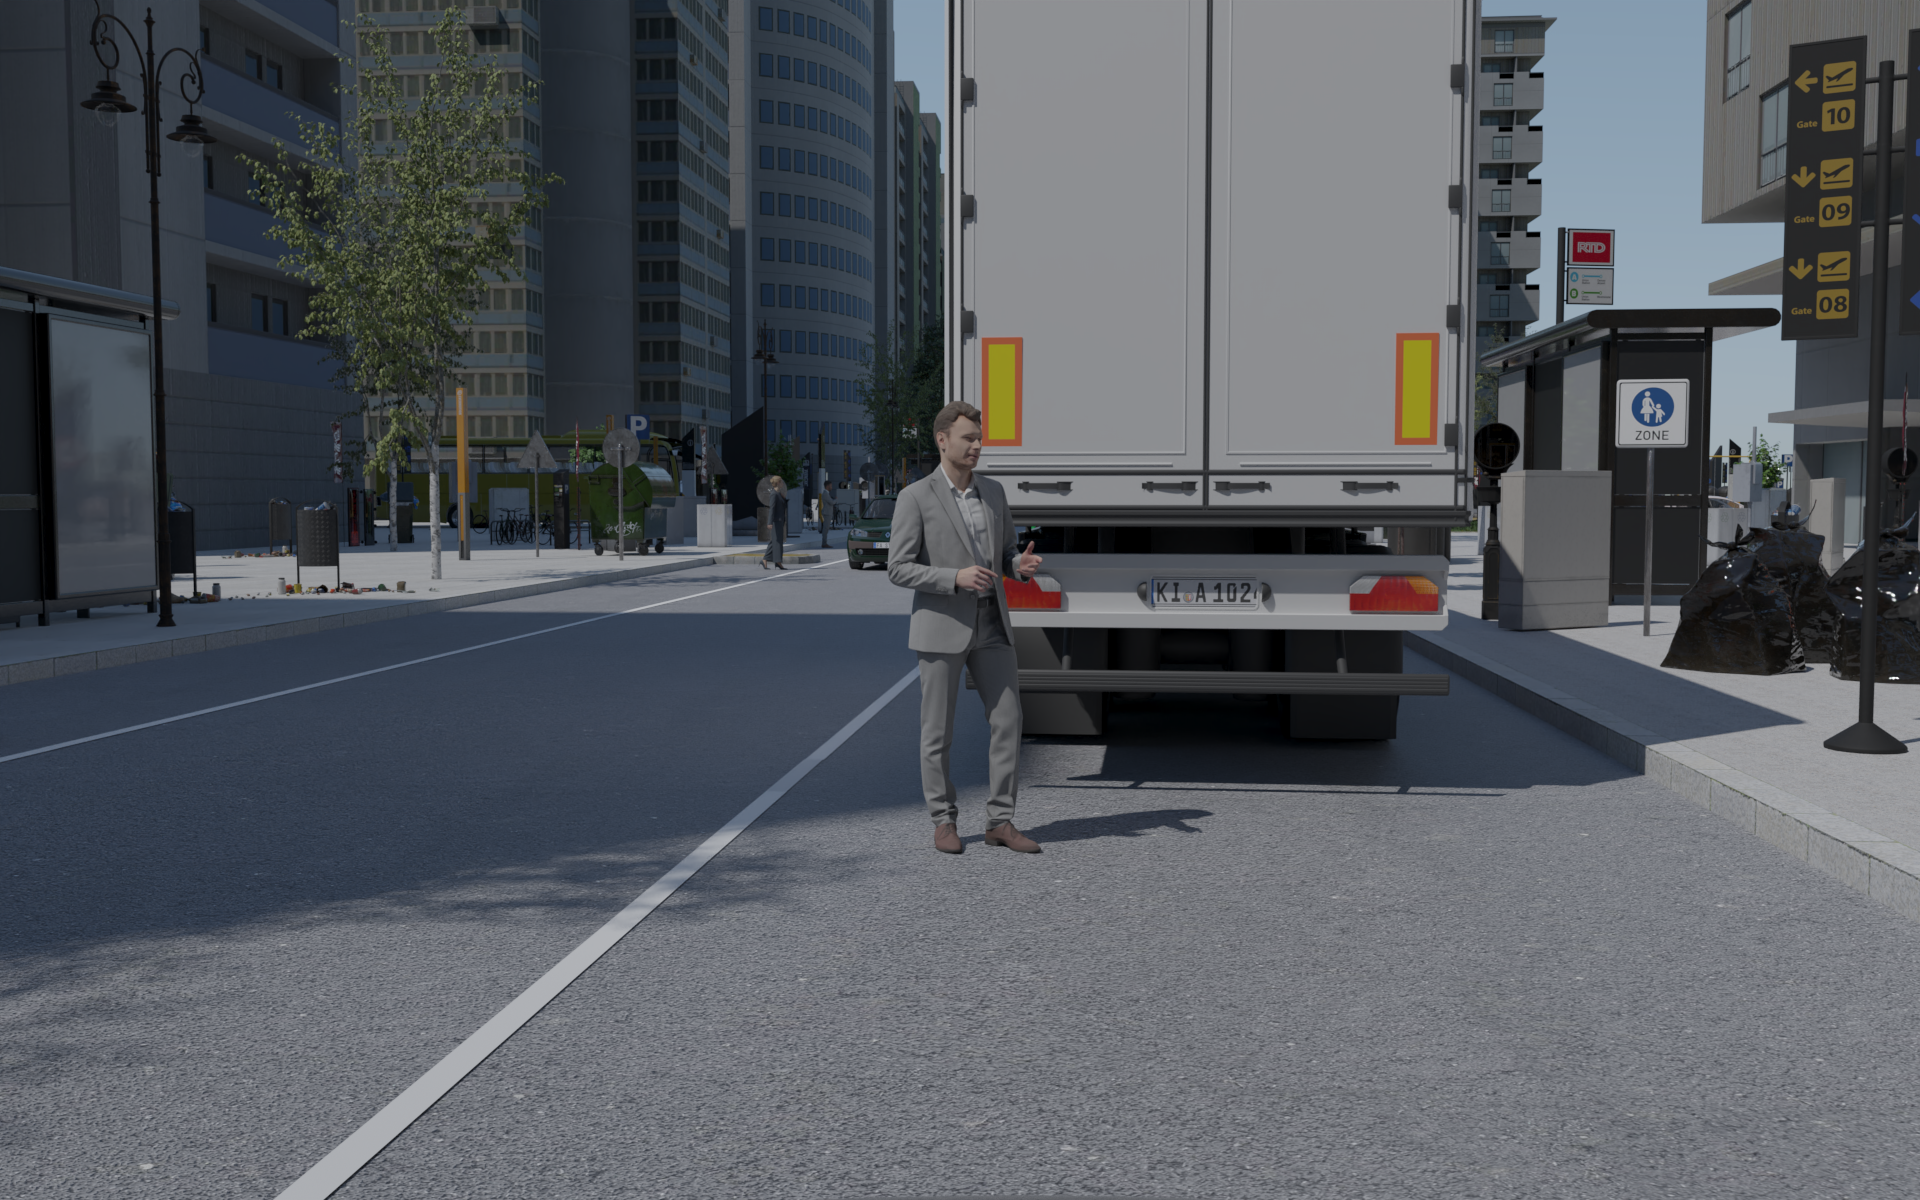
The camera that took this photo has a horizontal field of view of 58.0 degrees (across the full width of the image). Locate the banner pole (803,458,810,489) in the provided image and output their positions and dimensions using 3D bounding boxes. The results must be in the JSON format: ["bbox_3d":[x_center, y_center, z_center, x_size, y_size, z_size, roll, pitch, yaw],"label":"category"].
[{"bbox_3d":[-9.283,-7.111,106.280,0.863,3.779,0.401,-1,4,-12],"label":"banner pole"}]

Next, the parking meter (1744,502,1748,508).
[{"bbox_3d":[24.004,-2.866,52.566,0.399,1.863,0.255,-1,4,-18],"label":"parking meter"}]

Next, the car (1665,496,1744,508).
[{"bbox_3d":[27.503,-3.105,63.126,4.827,1.381,2.083,0,4,5],"label":"car"}]

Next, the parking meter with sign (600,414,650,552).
[{"bbox_3d":[-7.551,-2.594,38.668,0.543,3.016,1.738,-3,4,-36],"label":"parking meter with sign"}]

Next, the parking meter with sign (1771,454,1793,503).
[{"bbox_3d":[36.058,-4.913,76.583,0.543,3.016,1.738,0,4,-8],"label":"parking meter with sign"}]

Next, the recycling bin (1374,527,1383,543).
[{"bbox_3d":[10.747,-2.022,45.622,0.722,1.027,0.722,0,4,7],"label":"recycling bin"}]

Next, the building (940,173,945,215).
[{"bbox_3d":[-5.786,-39.188,264.432,21.300,48.544,21.600,0,4,5],"label":"building"}]

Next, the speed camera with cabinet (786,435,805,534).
[{"bbox_3d":[-5.454,-3.844,57.187,0.660,3.252,2.038,0,4,-3],"label":"speed camera with cabinet"}]

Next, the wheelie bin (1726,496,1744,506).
[{"bbox_3d":[38.007,-4.697,84.701,0.980,1.594,0.693,1,4,14],"label":"wheelie bin"}]

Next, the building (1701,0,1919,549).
[{"bbox_3d":[32.342,-27.084,32.057,28.713,52.752,27.495,0,4,5],"label":"building"}]

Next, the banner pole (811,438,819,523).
[{"bbox_3d":[-6.258,-5.357,77.604,0.401,3.779,0.863,-1,4,-21],"label":"banner pole"}]

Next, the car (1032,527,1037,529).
[{"bbox_3d":[2.004,-1.095,26.697,1.959,1.807,4.718,0,4,7],"label":"car"}]

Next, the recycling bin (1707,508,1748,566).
[{"bbox_3d":[13.536,-1.125,30.945,0.722,1.027,0.722,-1,4,-18],"label":"recycling bin"}]

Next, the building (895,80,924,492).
[{"bbox_3d":[-11.630,-29.574,167.133,14.154,41.232,14.086,0,4,5],"label":"building"}]

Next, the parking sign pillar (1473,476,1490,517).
[{"bbox_3d":[28.745,-6.569,95.882,1.447,3.967,1.447,0,4,-1],"label":"parking sign pillar"}]

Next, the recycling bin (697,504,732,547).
[{"bbox_3d":[-5.939,-1.798,41.946,0.722,1.027,0.722,0,4,4],"label":"recycling bin"}]

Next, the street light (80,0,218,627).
[{"bbox_3d":[-7.699,-2.681,16.621,0.468,5.910,1.993,0,4,5],"label":"street light"}]

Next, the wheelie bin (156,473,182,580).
[{"bbox_3d":[-12.133,-1.101,25.918,0.980,1.594,0.693,-1,4,-14],"label":"wheelie bin"}]

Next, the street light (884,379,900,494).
[{"bbox_3d":[-2.714,-5.939,69.896,0.468,5.910,1.993,0,4,5],"label":"street light"}]

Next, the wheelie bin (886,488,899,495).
[{"bbox_3d":[-3.221,-4.615,83.360,0.693,1.594,0.980,-2,4,-30],"label":"wheelie bin"}]

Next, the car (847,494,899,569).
[{"bbox_3d":[-1.102,-1.491,34.165,2.009,1.686,4.222,0,4,7],"label":"car"}]

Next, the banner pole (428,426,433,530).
[{"bbox_3d":[-18.856,-4.392,61.831,0.401,3.779,0.863,0,4,-2],"label":"banner pole"}]

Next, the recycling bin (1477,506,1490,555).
[{"bbox_3d":[11.321,-1.449,36.253,0.722,1.027,0.722,-1,4,-9],"label":"recycling bin"}]

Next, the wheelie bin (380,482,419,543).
[{"bbox_3d":[-14.642,-2.284,45.249,0.980,1.594,0.693,-1,4,-18],"label":"wheelie bin"}]

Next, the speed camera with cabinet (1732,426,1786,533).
[{"bbox_3d":[23.684,-3.483,51.283,2.038,3.252,0.660,-3,4,-36],"label":"speed camera with cabinet"}]

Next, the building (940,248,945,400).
[{"bbox_3d":[-9.186,-25.934,195.718,14.160,30.474,14.107,0,4,5],"label":"building"}]

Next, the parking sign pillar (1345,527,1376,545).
[{"bbox_3d":[8.591,-3.072,38.706,1.447,3.967,1.447,0,4,1],"label":"parking sign pillar"}]

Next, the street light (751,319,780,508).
[{"bbox_3d":[-5.148,-4.473,45.919,0.468,5.910,1.993,0,4,5],"label":"street light"}]

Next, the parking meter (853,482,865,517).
[{"bbox_3d":[-4.946,-4.779,83.855,0.399,1.863,0.255,2,4,34],"label":"parking meter"}]

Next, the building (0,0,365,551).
[{"bbox_3d":[-30.616,-30.611,42.483,28.212,58.520,21.231,0,4,5],"label":"building"}]

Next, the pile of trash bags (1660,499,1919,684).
[{"bbox_3d":[6.979,-0.207,13.144,3.447,1.369,1.912,-3,4,-38],"label":"pile of trash bags"}]

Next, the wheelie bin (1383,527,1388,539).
[{"bbox_3d":[12.121,-2.548,49.560,0.980,1.594,0.693,2,4,31],"label":"wheelie bin"}]

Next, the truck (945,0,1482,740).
[{"bbox_3d":[1.775,-1.503,13.486,2.839,4.237,11.283,0,4,7],"label":"truck"}]

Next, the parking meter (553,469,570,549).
[{"bbox_3d":[-9.305,-2.125,40.447,0.255,1.863,0.399,1,4,11],"label":"parking meter"}]

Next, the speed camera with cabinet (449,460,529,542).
[{"bbox_3d":[-12.843,-3.234,47.213,2.038,3.252,0.660,-2,4,-25],"label":"speed camera with cabinet"}]

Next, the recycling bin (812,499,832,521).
[{"bbox_3d":[-6.617,-4.303,82.915,0.722,1.027,0.722,-2,4,-33],"label":"recycling bin"}]

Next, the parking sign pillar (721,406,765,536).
[{"bbox_3d":[-6.644,-3.957,53.165,1.447,3.967,1.447,0,4,0],"label":"parking sign pillar"}]

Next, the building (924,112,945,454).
[{"bbox_3d":[-9.666,-30.427,181.070,14.154,41.232,14.086,0,4,5],"label":"building"}]

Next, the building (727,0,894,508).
[{"bbox_3d":[-17.072,-35.721,126.034,21.231,58.520,28.212,0,4,5],"label":"building"}]

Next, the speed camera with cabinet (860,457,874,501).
[{"bbox_3d":[-5.481,-5.980,92.108,2.038,3.252,0.660,2,4,32],"label":"speed camera with cabinet"}]

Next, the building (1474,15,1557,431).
[{"bbox_3d":[47.761,-36.806,191.016,28.713,52.752,27.495,0,4,5],"label":"building"}]

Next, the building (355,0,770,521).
[{"bbox_3d":[-25.832,-24.547,93.230,32.217,40.220,23.993,0,4,5],"label":"building"}]
